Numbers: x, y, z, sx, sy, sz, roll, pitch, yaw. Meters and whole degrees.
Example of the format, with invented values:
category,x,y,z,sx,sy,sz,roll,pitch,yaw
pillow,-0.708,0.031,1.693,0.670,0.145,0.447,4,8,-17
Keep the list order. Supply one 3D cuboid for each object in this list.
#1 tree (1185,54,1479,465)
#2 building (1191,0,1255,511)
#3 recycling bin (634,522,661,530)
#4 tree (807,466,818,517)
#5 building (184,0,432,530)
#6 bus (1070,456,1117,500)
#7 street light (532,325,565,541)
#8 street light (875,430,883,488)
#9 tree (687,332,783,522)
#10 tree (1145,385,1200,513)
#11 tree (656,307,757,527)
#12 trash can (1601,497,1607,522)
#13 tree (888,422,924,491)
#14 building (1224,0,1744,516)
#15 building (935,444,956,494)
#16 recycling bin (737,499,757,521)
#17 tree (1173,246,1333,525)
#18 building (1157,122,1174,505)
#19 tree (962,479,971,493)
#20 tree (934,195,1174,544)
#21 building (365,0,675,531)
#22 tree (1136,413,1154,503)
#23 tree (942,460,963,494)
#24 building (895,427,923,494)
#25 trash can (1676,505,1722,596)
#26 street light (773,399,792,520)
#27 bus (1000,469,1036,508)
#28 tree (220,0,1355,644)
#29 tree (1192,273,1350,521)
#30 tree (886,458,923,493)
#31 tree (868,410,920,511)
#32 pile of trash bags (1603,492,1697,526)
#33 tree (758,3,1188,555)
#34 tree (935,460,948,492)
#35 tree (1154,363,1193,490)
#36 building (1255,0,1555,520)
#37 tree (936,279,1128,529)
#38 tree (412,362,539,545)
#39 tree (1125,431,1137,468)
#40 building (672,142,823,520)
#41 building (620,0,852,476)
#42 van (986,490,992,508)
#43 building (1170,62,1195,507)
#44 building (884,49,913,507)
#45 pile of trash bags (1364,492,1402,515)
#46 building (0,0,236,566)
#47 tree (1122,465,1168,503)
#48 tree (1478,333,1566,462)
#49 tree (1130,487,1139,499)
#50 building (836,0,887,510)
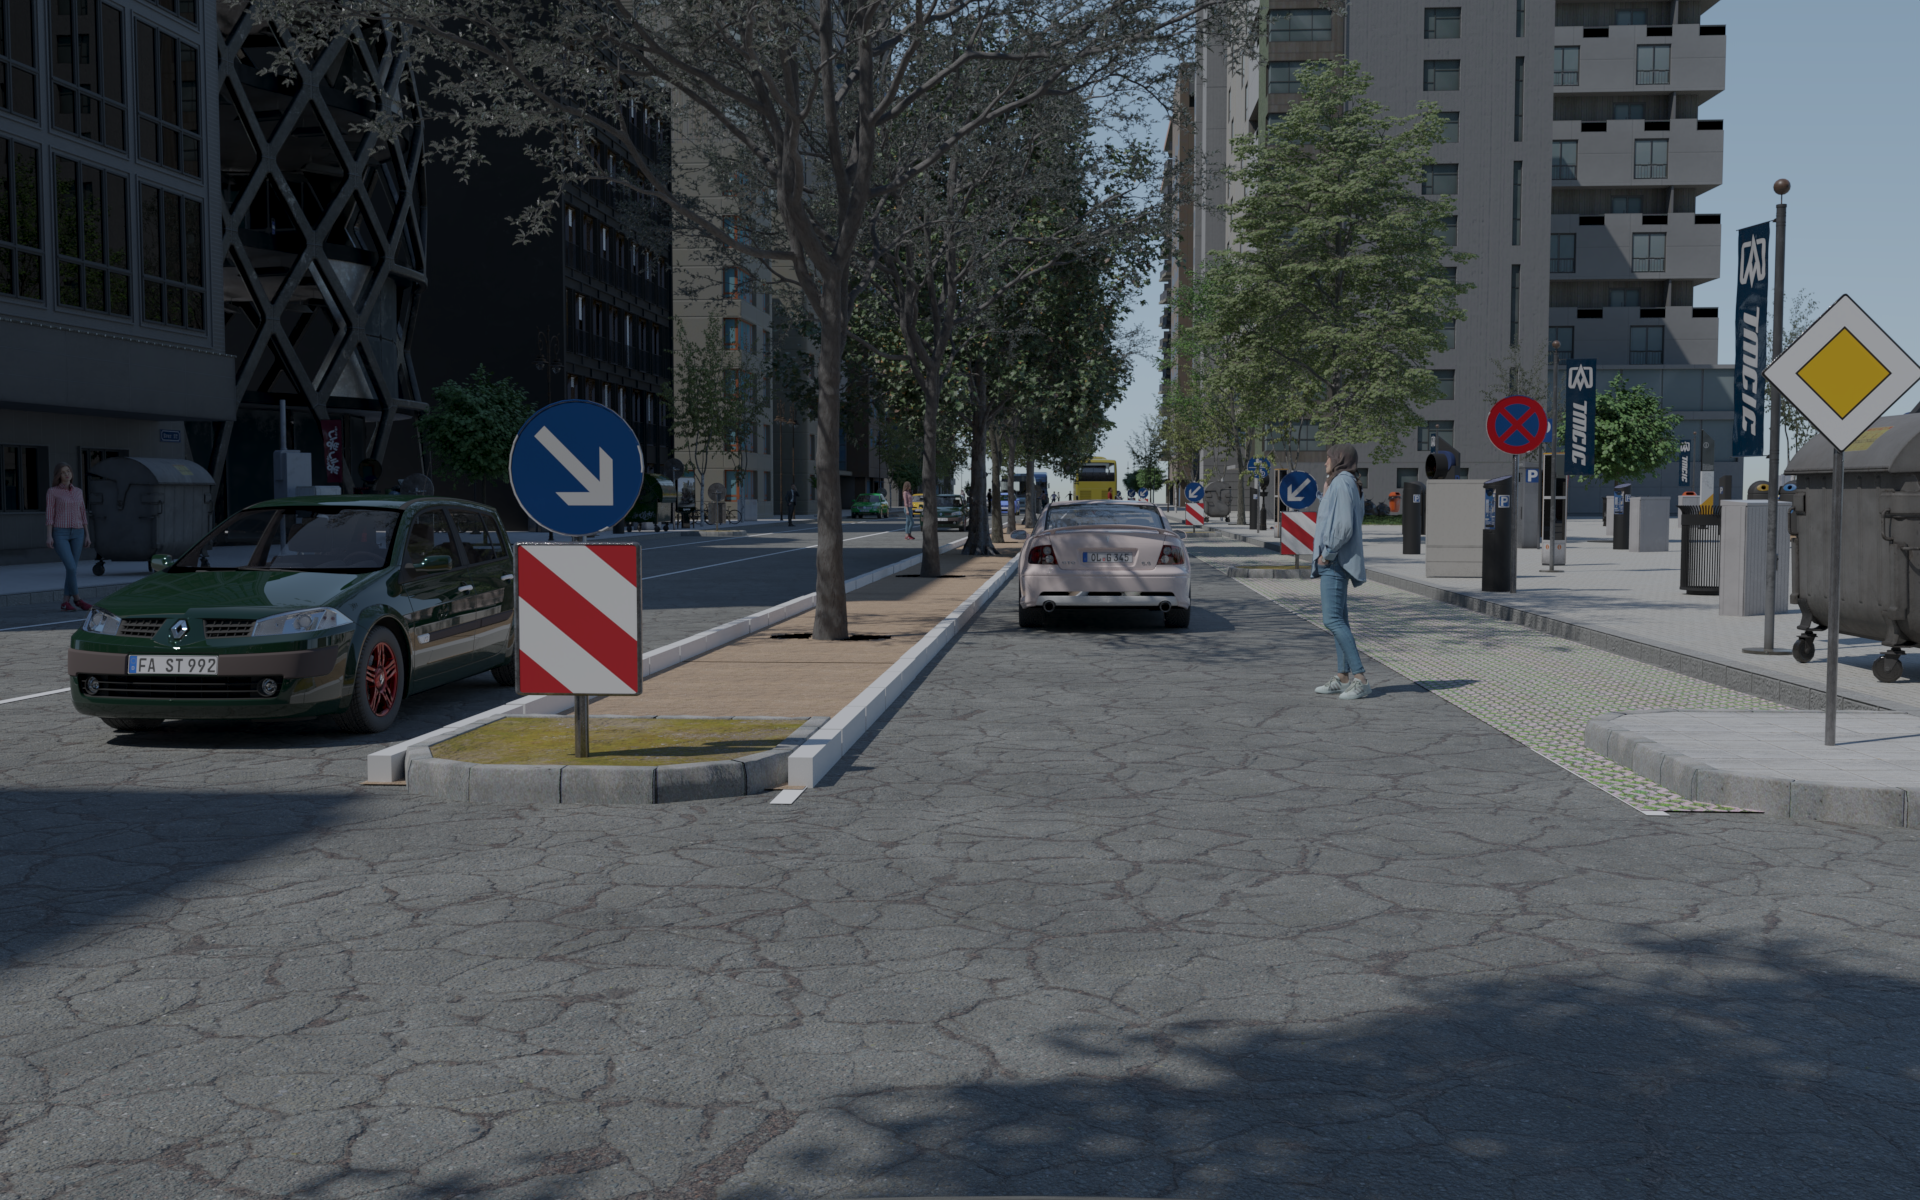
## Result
category,x,y,z,sx,sy,sz,roll,pitch,yaw
tree,9.902,-7.817,45.939,7.486,12.596,7.792,0,3,0
building,29.507,-36.575,140.007,21.231,58.520,28.212,0,4,4
recycling bin,-11.104,-2.994,61.504,0.722,1.027,0.722,3,5,39
tree,-7.739,-6.398,99.212,1.663,3.219,1.824,0,3,0
building,-23.214,-10.885,45.419,16.820,18.784,16.811,0,4,4
bus,8.647,-7.371,112.068,2.896,3.916,12.252,0,4,3
street light,-11.264,-4.572,47.536,0.468,5.910,1.993,0,4,4
street light,-5.783,-9.285,124.601,0.468,5.910,1.993,0,4,4
tree,-10.051,-7.800,77.890,4.360,8.622,3.978,0,3,0
tree,14.477,-10.129,115.964,4.360,8.622,3.978,0,3,0
tree,-10.144,-7.210,68.250,4.737,8.622,4.395,0,3,0
trash can,28.765,-3.975,76.652,0.748,1.137,0.748,0,3,0
tree,-3.332,-14.926,162.161,7.486,12.596,7.792,0,3,0
building,31.768,-31.966,111.888,28.713,52.752,27.495,0,4,4
building,-15.419,-23.118,223.014,27.650,21.520,28.899,0,4,4
recycling bin,-10.048,-4.236,81.814,0.722,1.027,0.722,-2,4,-35
tree,11.790,-8.928,71.724,9.928,11.665,9.643,0,3,0
building,34.423,-33.232,197.962,22.147,44.769,28.867,0,4,4
tree,1.060,-13.815,220.470,1.663,3.219,1.824,0,3,0
tree,0.989,-7.457,50.139,9.928,11.665,9.643,0,3,0
building,-19.040,-14.510,66.910,12.332,23.373,15.834,0,4,4
tree,12.583,-8.779,93.901,4.737,8.622,4.395,0,3,0
tree,-1.223,-15.120,197.581,4.737,8.622,4.395,0,3,0
building,-10.832,-33.624,199.856,14.600,45.320,14.200,0,4,4
trash can,9.508,-0.637,22.065,0.748,1.137,0.748,0,3,0
street light,-8.685,-6.810,84.129,0.468,5.910,1.993,0,4,4
bus,5.060,-9.415,148.789,2.948,3.499,13.247,0,4,4
tree,-1.295,-6.358,16.787,12.009,13.543,11.850,0,3,0
tree,10.157,-6.308,53.493,4.737,8.622,4.395,0,3,0
tree,-4.658,-10.071,148.381,4.285,4.588,4.351,0,3,0
tree,-5.211,-11.107,131.956,4.737,8.622,4.395,0,3,0
pile of trash bags,27.114,-3.563,68.009,3.447,1.369,1.912,1,4,16
tree,0.439,-7.389,40.269,9.611,12.733,9.660,0,3,0
tree,-2.678,-14.147,181.659,4.360,8.622,3.978,0,3,0
tree,12.609,-8.083,82.524,4.737,8.622,4.395,0,3,0
building,22.738,-19.615,92.402,14.160,30.474,14.107,0,4,4
tree,2.973,-9.194,70.906,7.486,12.596,7.792,0,3,0
tree,-11.945,-3.648,43.361,4.285,4.588,4.351,0,3,0
tree,16.986,-12.459,154.065,4.737,8.622,4.395,0,3,0
building,-23.549,-15.644,100.816,27.650,21.520,28.899,0,4,4
building,-23.173,-32.987,128.570,28.713,52.752,27.495,0,4,4
van,3.432,-10.379,176.702,2.013,2.044,4.112,0,4,6
building,28.876,-32.210,176.751,14.600,45.320,14.200,0,4,4
building,-15.617,-45.462,181.552,20.563,71.187,20.611,0,4,4
pile of trash bags,18.681,-4.176,78.034,3.447,1.369,1.912,-3,4,-39
building,-22.812,-14.139,24.687,14.314,27.812,24.014,0,4,4
tree,20.523,-13.098,197.871,4.285,4.588,4.351,0,3,0
tree,26.215,-7.933,80.068,4.360,8.622,3.978,0,3,0
tree,20.696,-12.688,202.043,1.663,3.219,1.824,0,3,0
building,-13.866,-30.512,148.988,14.600,45.320,14.200,0,4,4
